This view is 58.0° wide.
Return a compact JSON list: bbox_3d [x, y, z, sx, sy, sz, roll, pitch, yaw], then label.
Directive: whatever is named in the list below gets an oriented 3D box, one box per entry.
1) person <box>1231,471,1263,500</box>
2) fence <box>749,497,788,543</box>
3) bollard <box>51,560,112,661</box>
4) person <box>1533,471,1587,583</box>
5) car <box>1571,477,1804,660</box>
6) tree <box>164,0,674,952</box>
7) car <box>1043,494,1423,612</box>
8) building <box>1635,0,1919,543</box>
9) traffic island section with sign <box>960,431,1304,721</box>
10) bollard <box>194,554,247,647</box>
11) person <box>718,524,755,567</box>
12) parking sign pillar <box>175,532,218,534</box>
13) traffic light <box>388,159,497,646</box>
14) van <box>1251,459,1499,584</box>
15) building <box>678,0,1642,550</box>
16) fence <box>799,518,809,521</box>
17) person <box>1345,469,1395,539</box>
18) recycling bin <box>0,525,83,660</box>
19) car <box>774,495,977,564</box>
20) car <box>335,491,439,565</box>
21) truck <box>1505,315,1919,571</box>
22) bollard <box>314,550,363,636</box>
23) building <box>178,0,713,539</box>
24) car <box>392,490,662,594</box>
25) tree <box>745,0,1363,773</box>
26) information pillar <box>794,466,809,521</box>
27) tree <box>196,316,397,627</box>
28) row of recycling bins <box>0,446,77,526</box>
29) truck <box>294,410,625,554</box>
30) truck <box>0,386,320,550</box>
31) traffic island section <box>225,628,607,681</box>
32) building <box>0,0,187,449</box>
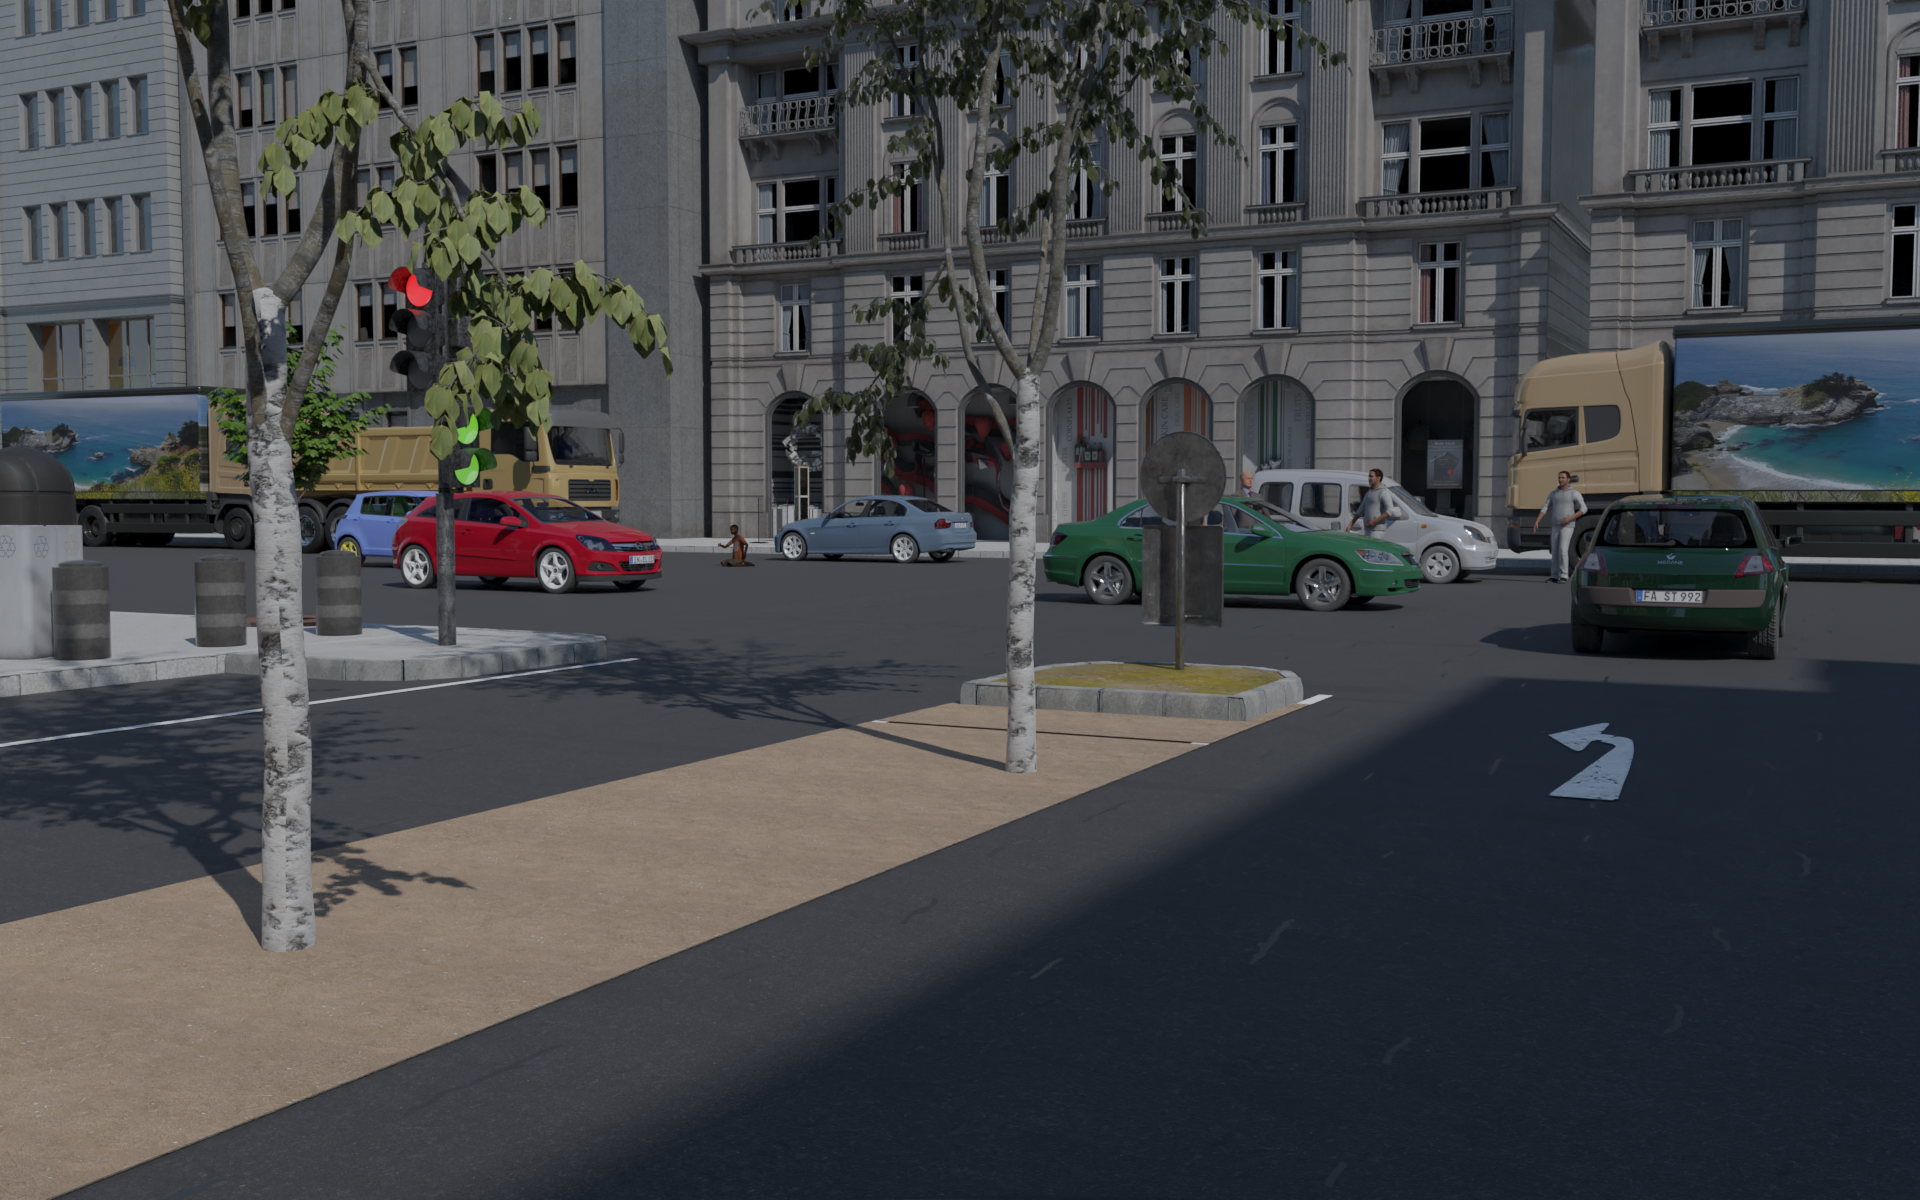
[{"bbox_3d":[4.163,-0.968,24.886,0.990,1.755,0.434,-2,4,-27],"label":"person"},{"bbox_3d":[-4.781,-2.020,44.225,0.480,1.192,2.264,-2,4,-27],"label":"fence"},{"bbox_3d":[-6.846,0.075,13.498,0.404,0.777,0.398,0,3,0],"label":"bollard"},{"bbox_3d":[9.620,-1.175,27.855,0.875,1.805,0.789,3,5,45],"label":"person"},{"bbox_3d":[6.954,-0.415,16.577,2.009,1.686,4.222,2,4,26],"label":"car"},{"bbox_3d":[-2.187,-3.190,4.972,4.737,8.622,4.395,0,3,0],"label":"tree"},{"bbox_3d":[3.506,-0.655,22.510,4.920,1.459,2.131,2,4,26],"label":"car"},{"bbox_3d":[26.854,-11.997,37.955,24.055,21.916,13.314,2,4,27],"label":"building"},{"bbox_3d":[1.340,-0.243,12.105,2.006,1.907,1.989,2,4,27],"label":"traffic island section with sign"},{"bbox_3d":[-6.258,0.004,14.655,0.404,0.777,0.398,0,3,0],"label":"bollard"},{"bbox_3d":[-4.486,-1.066,34.217,0.655,0.850,0.859,-3,5,-40],"label":"person"},{"bbox_3d":[-24.774,-4.149,56.314,1.447,3.967,1.447,3,4,39],"label":"parking sign pillar"},{"bbox_3d":[-4.342,-1.570,14.591,0.839,4.253,0.868,2,4,27],"label":"traffic light"},{"bbox_3d":[6.814,-1.333,28.809,4.112,2.044,2.013,2,4,26],"label":"van"},{"bbox_3d":[5.758,-12.704,49.518,24.055,21.916,13.314,2,4,27],"label":"building"},{"bbox_3d":[-3.109,-1.633,42.082,2.069,0.683,0.278,2,4,31],"label":"fence"},{"bbox_3d":[6.025,-1.033,25.545,0.789,1.805,0.875,-1,4,-21],"label":"person"},{"bbox_3d":[-7.494,-0.074,13.759,0.722,1.027,0.722,0,4,8],"label":"recycling bin"},{"bbox_3d":[-1.858,-1.528,36.992,4.499,1.417,2.014,2,4,29],"label":"car"},{"bbox_3d":[-10.433,-1.490,33.945,3.694,1.707,1.945,2,4,26],"label":"car"},{"bbox_3d":[14.380,-2.441,28.832,11.283,4.237,2.839,2,4,28],"label":"truck"},{"bbox_3d":[-5.670,-0.066,15.803,0.404,0.777,0.398,0,3,0],"label":"bollard"},{"bbox_3d":[-14.329,-14.704,58.435,19.932,24.808,12.078,2,4,27],"label":"building"},{"bbox_3d":[-6.538,-1.049,26.192,4.494,1.783,2.155,2,4,29],"label":"car"},{"bbox_3d":[0.408,-3.428,8.860,4.360,8.622,3.978,0,3,0],"label":"tree"},{"bbox_3d":[-4.214,-2.547,46.135,0.304,2.012,0.304,-2,4,-29],"label":"information pillar"},{"bbox_3d":[-6.731,-1.378,17.128,1.663,3.219,1.824,0,3,0],"label":"tree"},{"bbox_3d":[-9.236,-0.538,15.913,3.534,1.692,1.069,3,5,40],"label":"row of recycling bins"},{"bbox_3d":[-11.949,-2.753,40.941,9.791,3.379,3.469,2,4,26],"label":"truck"},{"bbox_3d":[-21.126,-3.545,46.875,11.283,4.237,2.839,2,4,26],"label":"truck"},{"bbox_3d":[-4.373,0.461,14.743,2.009,0.180,2.903,2,4,27],"label":"traffic island section"},{"bbox_3d":[-36.938,-17.809,68.671,29.804,29.767,11.434,2,4,27],"label":"building"}]
